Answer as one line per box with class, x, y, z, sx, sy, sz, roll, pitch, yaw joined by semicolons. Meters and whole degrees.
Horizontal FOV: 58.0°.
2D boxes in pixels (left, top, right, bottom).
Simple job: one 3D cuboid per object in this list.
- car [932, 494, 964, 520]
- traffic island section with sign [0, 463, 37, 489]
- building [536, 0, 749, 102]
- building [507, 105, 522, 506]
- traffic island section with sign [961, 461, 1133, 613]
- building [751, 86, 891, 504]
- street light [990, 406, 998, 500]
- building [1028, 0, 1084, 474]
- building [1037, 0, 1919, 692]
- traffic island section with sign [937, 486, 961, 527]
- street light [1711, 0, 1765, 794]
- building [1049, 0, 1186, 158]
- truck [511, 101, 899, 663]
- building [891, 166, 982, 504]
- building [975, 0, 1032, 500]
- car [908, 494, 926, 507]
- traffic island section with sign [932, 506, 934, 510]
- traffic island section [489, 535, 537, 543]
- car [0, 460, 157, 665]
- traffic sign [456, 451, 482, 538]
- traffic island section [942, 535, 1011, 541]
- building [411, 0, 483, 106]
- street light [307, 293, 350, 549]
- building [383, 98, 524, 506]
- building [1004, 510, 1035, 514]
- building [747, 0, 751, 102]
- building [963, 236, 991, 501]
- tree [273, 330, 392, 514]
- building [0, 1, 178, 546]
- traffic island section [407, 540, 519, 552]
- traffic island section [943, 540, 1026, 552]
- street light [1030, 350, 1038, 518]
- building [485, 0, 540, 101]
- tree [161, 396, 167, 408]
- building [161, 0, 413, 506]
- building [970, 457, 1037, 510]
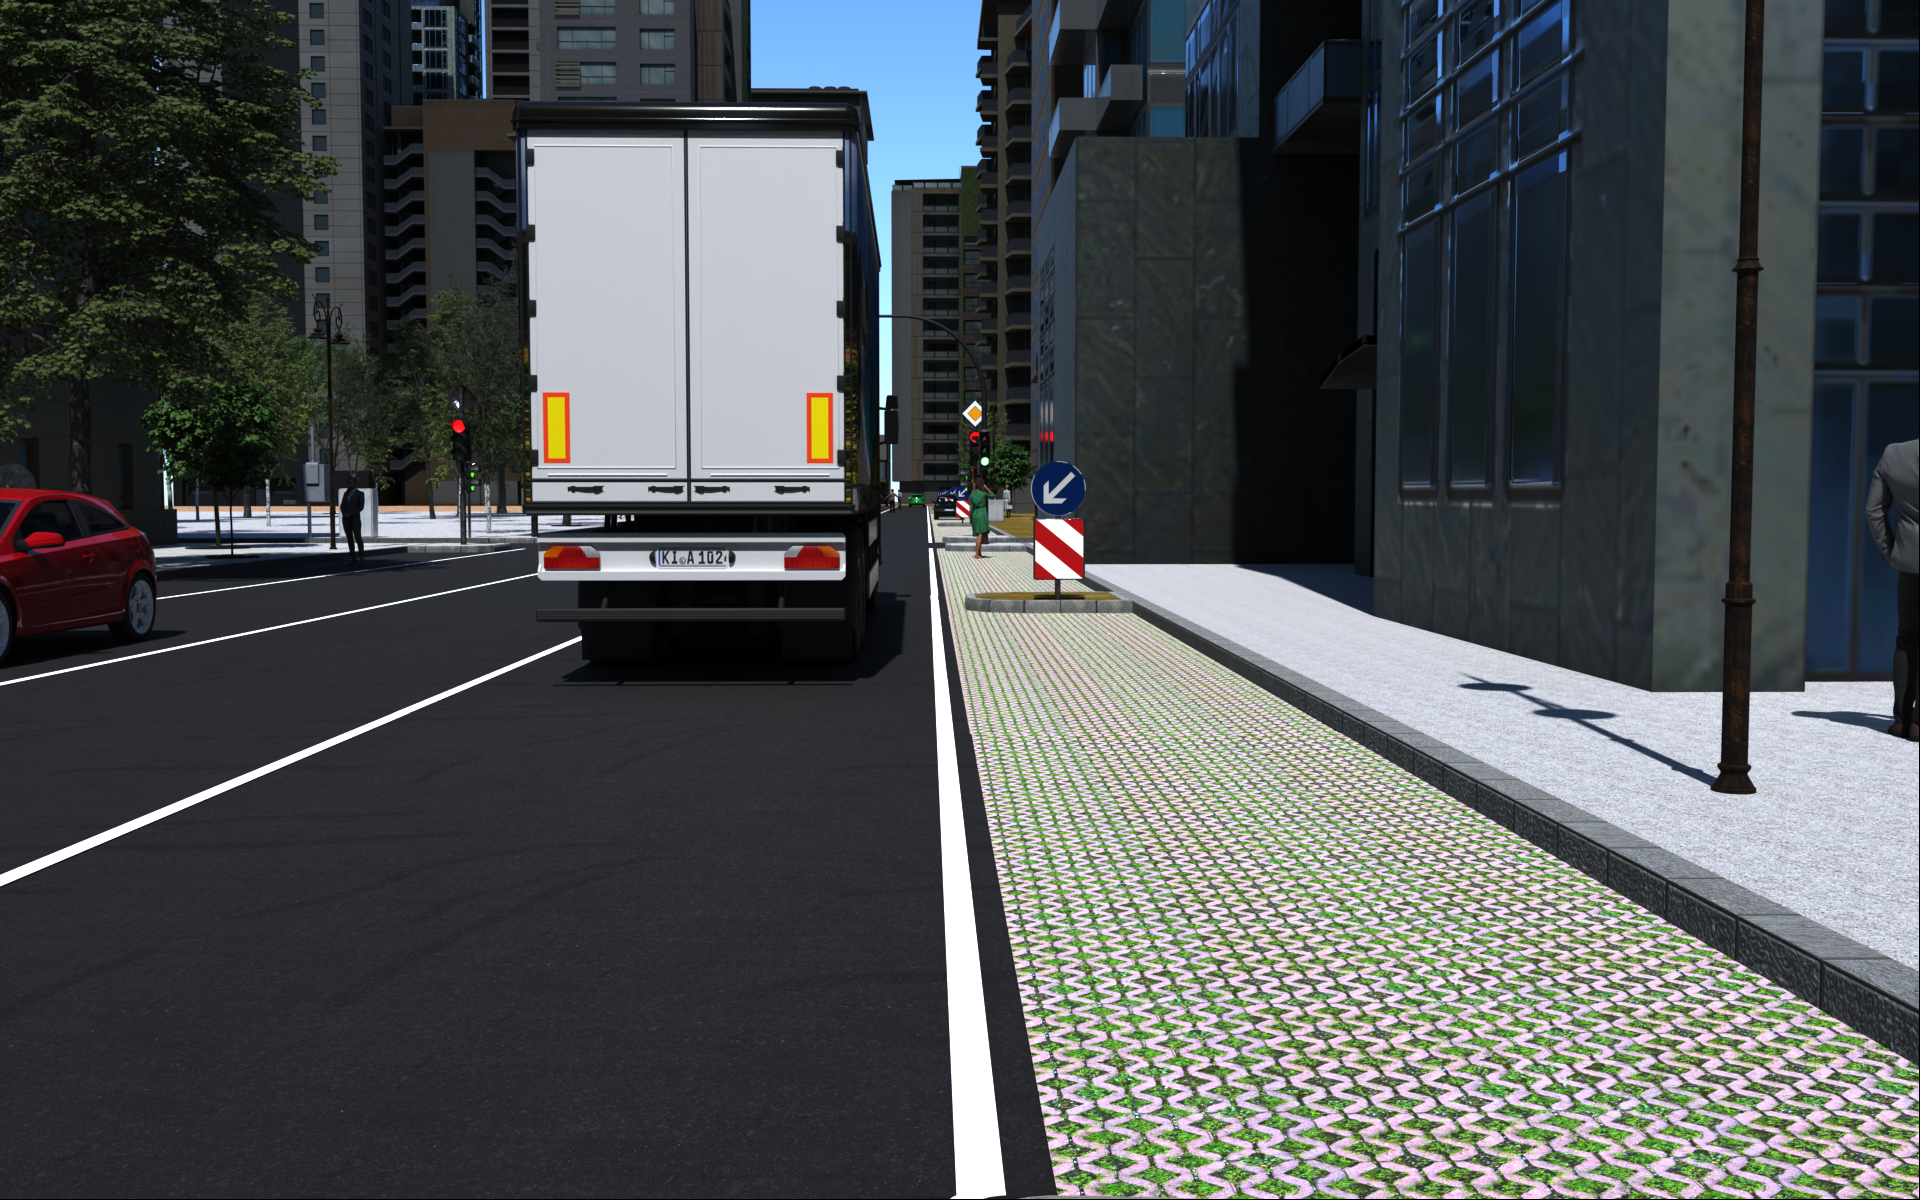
car;-0.600;-5.352;97.296;2.009;1.686;4.222;0;4;0
traffic island section with sign;-11.841;-0.762;21.089;1.989;1.847;2.006;0;4;-1
building;-23.995;-27.552;134.067;14.154;41.232;14.086;0;4;-1
building;-33.174;-32.740;189.931;28.867;44.769;22.147;0;4;-1
traffic island section with sign;1.065;-0.795;21.624;1.989;1.847;2.006;0;4;-1
building;-23.086;-38.859;224.576;27.495;52.752;28.713;0;4;-1
street light;1.747;-7.140;89.530;0.468;5.910;1.993;0;4;-1
building;10.768;-26.493;83.278;14.600;45.320;14.200;0;4;-1
building;13.335;-43.519;24.213;22.319;86.520;31.000;0;4;-1
traffic island section with sign;-0.002;-4.167;76.758;1.989;1.847;2.006;0;4;-1
street light;3.342;-2.111;7.302;0.468;5.910;1.993;0;4;-1
building;18.610;-27.245;65.070;30.456;49.044;23.786;0;4;-1
truck;-2.102;-1.780;18.021;2.839;4.237;11.283;0;4;-1
building;-1.640;-32.709;218.383;14.086;41.232;14.154;0;4;-1
building;12.589;-30.403;151.714;22.147;44.769;28.867;0;4;-1
car;-4.634;-10.915;187.249;1.959;1.807;4.718;0;4;-1
traffic island section with sign;-0.510;-5.815;103.709;1.989;1.847;2.006;0;4;-1
traffic island section;-12.761;-1.812;51.914;2.009;0.180;2.903;0;4;-1
car;-8.796;-0.386;15.358;2.155;1.783;4.494;0;4;-2
traffic sign;-14.406;-3.101;50.813;0.768;2.556;0.104;0;4;-1
traffic island section;0.478;-1.828;52.164;2.009;0.180;2.903;0;4;-1
building;-73.949;-55.484;219.841;31.000;86.520;22.319;0;4;-1
street light;-14.560;-4.114;40.055;0.468;5.910;1.993;0;4;-1
building;-54.778;-33.225;193.343;14.200;45.320;14.600;0;4;-1
building;13.566;-41.442;115.827;20.563;71.187;20.611;0;4;-1
building;-28.276;-44.420;164.512;20.563;71.187;20.611;0;4;-1
building;7.323;-25.904;195.228;14.160;30.474;14.107;0;4;-1
tree;-40.109;-11.278;110.150;9.928;11.665;9.643;0;3;0
building;-34.172;-11.284;29.535;28.899;21.520;27.650;0;4;-1
traffic island section;-12.607;-1.324;43.931;2.009;0.180;2.903;0;4;-1
traffic island section;0.632;-1.339;44.181;2.009;0.180;2.903;0;4;-1
street light;2.450;-4.977;54.167;0.468;5.910;1.993;0;4;-1
building;-47.636;-47.826;220.207;20.611;71.187;20.563;0;4;-1
tree;-38.734;-10.305;75.148;9.857;13.997;8.962;0;3;0
building;-72.589;-45.990;190.191;20.611;71.187;20.563;0;4;-1
building;11.515;-45.144;176.354;20.563;71.187;20.611;0;4;-1
